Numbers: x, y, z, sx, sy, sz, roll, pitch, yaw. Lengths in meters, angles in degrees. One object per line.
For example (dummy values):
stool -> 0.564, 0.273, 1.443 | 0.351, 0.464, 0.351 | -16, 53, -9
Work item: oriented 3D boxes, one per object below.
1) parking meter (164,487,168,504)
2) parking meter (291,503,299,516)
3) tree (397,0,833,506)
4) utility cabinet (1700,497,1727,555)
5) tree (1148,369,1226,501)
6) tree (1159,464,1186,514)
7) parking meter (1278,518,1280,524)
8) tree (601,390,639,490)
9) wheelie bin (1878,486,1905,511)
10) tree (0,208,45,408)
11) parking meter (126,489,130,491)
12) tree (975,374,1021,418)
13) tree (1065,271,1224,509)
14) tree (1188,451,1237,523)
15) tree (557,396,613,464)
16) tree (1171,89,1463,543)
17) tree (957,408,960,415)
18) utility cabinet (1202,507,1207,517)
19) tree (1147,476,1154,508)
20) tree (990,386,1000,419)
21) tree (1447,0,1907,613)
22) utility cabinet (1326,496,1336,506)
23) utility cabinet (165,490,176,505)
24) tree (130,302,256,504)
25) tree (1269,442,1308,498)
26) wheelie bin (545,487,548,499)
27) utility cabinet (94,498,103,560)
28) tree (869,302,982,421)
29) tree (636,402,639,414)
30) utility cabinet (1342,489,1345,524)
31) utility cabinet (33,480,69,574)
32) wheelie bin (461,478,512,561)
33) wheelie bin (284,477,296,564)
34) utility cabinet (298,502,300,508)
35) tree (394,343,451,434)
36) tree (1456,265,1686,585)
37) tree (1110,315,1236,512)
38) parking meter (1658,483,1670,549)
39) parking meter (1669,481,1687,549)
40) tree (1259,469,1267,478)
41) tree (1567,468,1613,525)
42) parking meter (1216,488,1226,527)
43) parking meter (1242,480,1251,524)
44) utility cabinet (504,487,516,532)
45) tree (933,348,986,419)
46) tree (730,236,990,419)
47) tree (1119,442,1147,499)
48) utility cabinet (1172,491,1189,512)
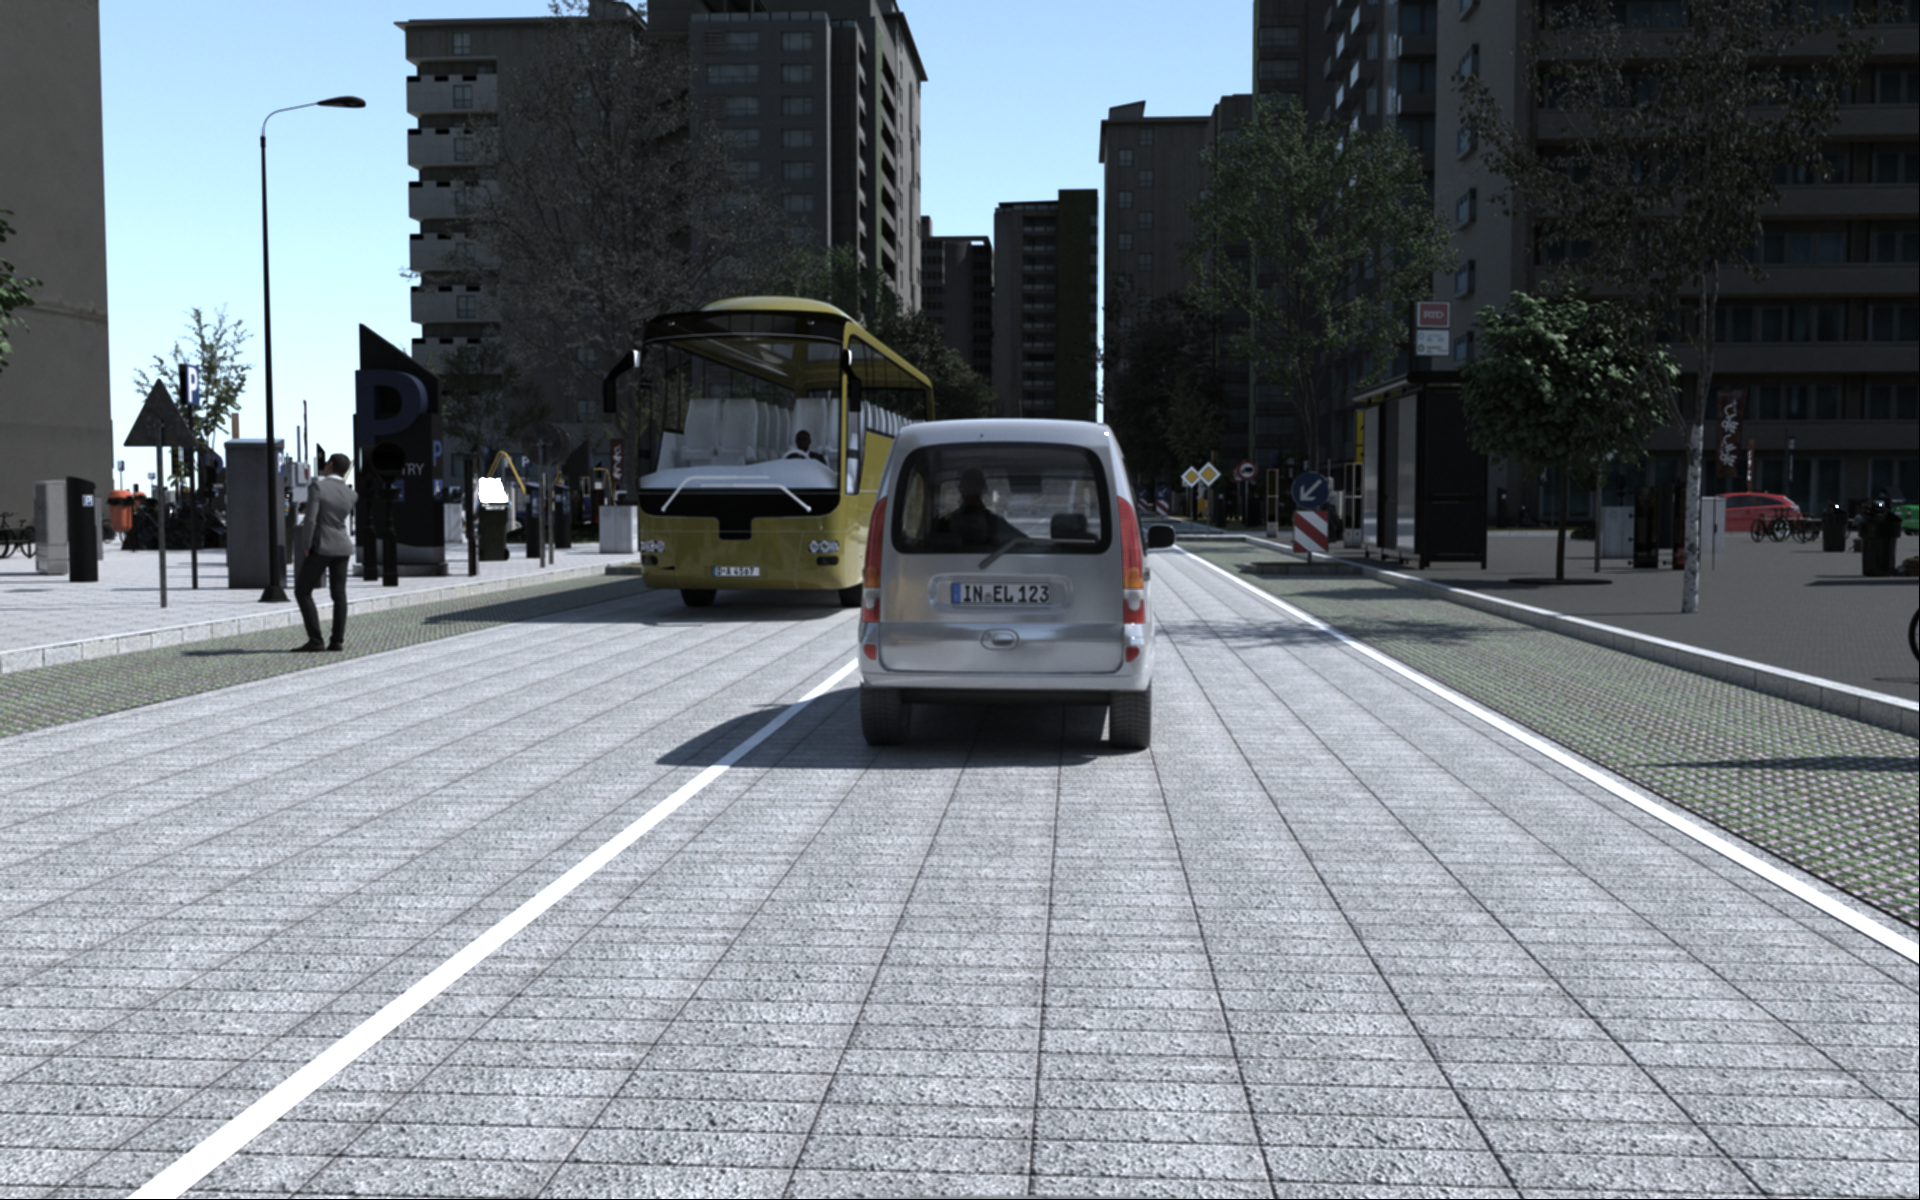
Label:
parking meter -> -61.326, -7.822, 133.593 | 0.255, 1.863, 0.399 | 2, 4, 26
parking meter -> -39.659, -5.964, 103.224 | 0.255, 1.863, 0.399 | 1, 4, 17
tree -> -8.125, -8.047, 41.945 | 12.009, 13.543, 11.850 | 0, 3, 0
utility cabinet -> 15.848, -1.572, 36.858 | 1.020, 1.237, 0.306 | -2, 4, -29
tree -> 13.439, -9.259, 101.743 | 4.737, 8.622, 4.395 | 0, 3, 0
tree -> 14.058, -7.068, 110.163 | 1.663, 3.219, 1.824 | 0, 3, 0
parking meter -> 14.006, -4.248, 75.169 | 0.399, 1.863, 0.255 | 3, 5, 40
tree -> -21.390, -10.091, 115.355 | 4.737, 8.622, 4.395 | 0, 3, 0
wheelie bin -> 35.582, -3.567, 66.221 | 0.980, 1.594, 0.693 | -1, 4, -9
tree -> -9.379, -1.877, 14.396 | 4.285, 4.588, 4.351 | 0, 3, 0
parking meter -> -41.173, -4.714, 85.479 | 0.372, 1.533, 0.369 | 0, 3, 0
tree -> 1.740, -16.263, 176.262 | 12.009, 13.543, 11.850 | 0, 3, 0
tree -> 15.737, -17.865, 147.974 | 12.611, 20.169, 13.585 | 0, 3, 0
tree -> 11.407, -5.064, 77.402 | 1.663, 3.219, 1.824 | 0, 3, 0
tree -> -28.027, -10.922, 128.944 | 4.360, 8.622, 3.978 | 0, 3, 0
tree -> 9.204, -7.327, 45.558 | 9.928, 11.665, 9.643 | 0, 3, 0
tree -> 3.375, -16.058, 196.961 | 8.767, 10.594, 7.601 | 0, 4, -3
utility cabinet -> 13.806, -5.269, 94.820 | 1.173, 1.500, 0.318 | -1, 4, -9
tree -> 18.377, -10.460, 165.625 | 1.663, 3.219, 1.824 | 0, 3, 0
tree -> 0.034, -13.306, 143.304 | 9.928, 11.665, 9.643 | 0, 3, 0
tree -> 7.731, -4.175, 18.619 | 4.360, 8.622, 3.978 | 0, 3, 0
utility cabinet -> 14.478, -3.543, 69.095 | 1.020, 1.237, 0.306 | -1, 4, -23
utility cabinet -> -44.384, -5.421, 97.311 | 0.318, 1.500, 1.173 | -3, 4, -37
tree -> -28.861, -7.070, 65.951 | 4.737, 8.622, 4.395 | 0, 3, 0
tree -> 21.241, -7.729, 110.087 | 4.285, 4.588, 4.351 | 0, 3, 0
wheelie bin -> -17.985, -4.079, 74.605 | 0.693, 1.594, 0.980 | -3, 5, -41
utility cabinet -> -16.973, -1.394, 33.956 | 0.306, 1.237, 1.020 | -2, 4, -27
tree -> -3.262, -11.433, 103.933 | 9.611, 12.733, 9.660 | 0, 3, 0
tree -> -15.673, -8.799, 94.220 | 4.360, 8.622, 3.978 | 0, 3, 0
utility cabinet -> 16.376, -3.935, 73.017 | 0.318, 1.500, 1.173 | 2, 4, 24
utility cabinet -> -14.577, -1.166, 27.739 | 0.318, 1.500, 1.173 | -3, 4, -36
wheelie bin -> -9.130, -1.552, 33.285 | 0.693, 1.594, 0.980 | 3, 5, 44
wheelie bin -> -12.580, -1.449, 31.604 | 0.980, 1.594, 0.693 | 1, 4, 13
utility cabinet -> -48.946, -7.131, 127.760 | 0.306, 1.237, 1.020 | -3, 4, -37
tree -> -26.546, -8.161, 83.793 | 4.737, 8.622, 4.395 | 0, 3, 0
tree -> 8.678, -2.521, 24.934 | 4.285, 4.588, 4.351 | 0, 3, 0
tree -> 15.076, -13.213, 122.680 | 9.857, 13.997, 8.962 | 0, 3, 0
parking meter -> 16.532, -1.966, 40.562 | 0.372, 1.533, 0.369 | 0, 3, 0
parking meter -> 13.981, -1.524, 33.334 | 0.372, 1.533, 0.369 | 0, 3, 0
tree -> 23.087, -8.305, 130.392 | 1.663, 3.219, 1.824 | 0, 3, 0
tree -> 23.309, -4.222, 63.631 | 1.663, 3.219, 1.824 | 0, 3, 0
parking meter -> 10.139, -3.595, 67.197 | 0.372, 1.533, 0.369 | 0, 3, 0
parking meter -> 12.275, -4.186, 74.152 | 0.399, 1.863, 0.255 | 0, 4, -1
utility cabinet -> -14.672, -2.819, 54.772 | 1.173, 1.500, 0.318 | 1, 4, 9
tree -> -1.077, -13.222, 134.310 | 7.486, 12.596, 7.792 | 0, 3, 0
tree -> -5.760, -8.741, 68.665 | 9.928, 11.665, 9.643 | 0, 3, 0
tree -> 18.825, -14.274, 183.747 | 4.737, 8.622, 4.395 | 0, 3, 0
utility cabinet -> 15.162, -6.763, 119.259 | 1.173, 1.500, 0.318 | -1, 4, -23
